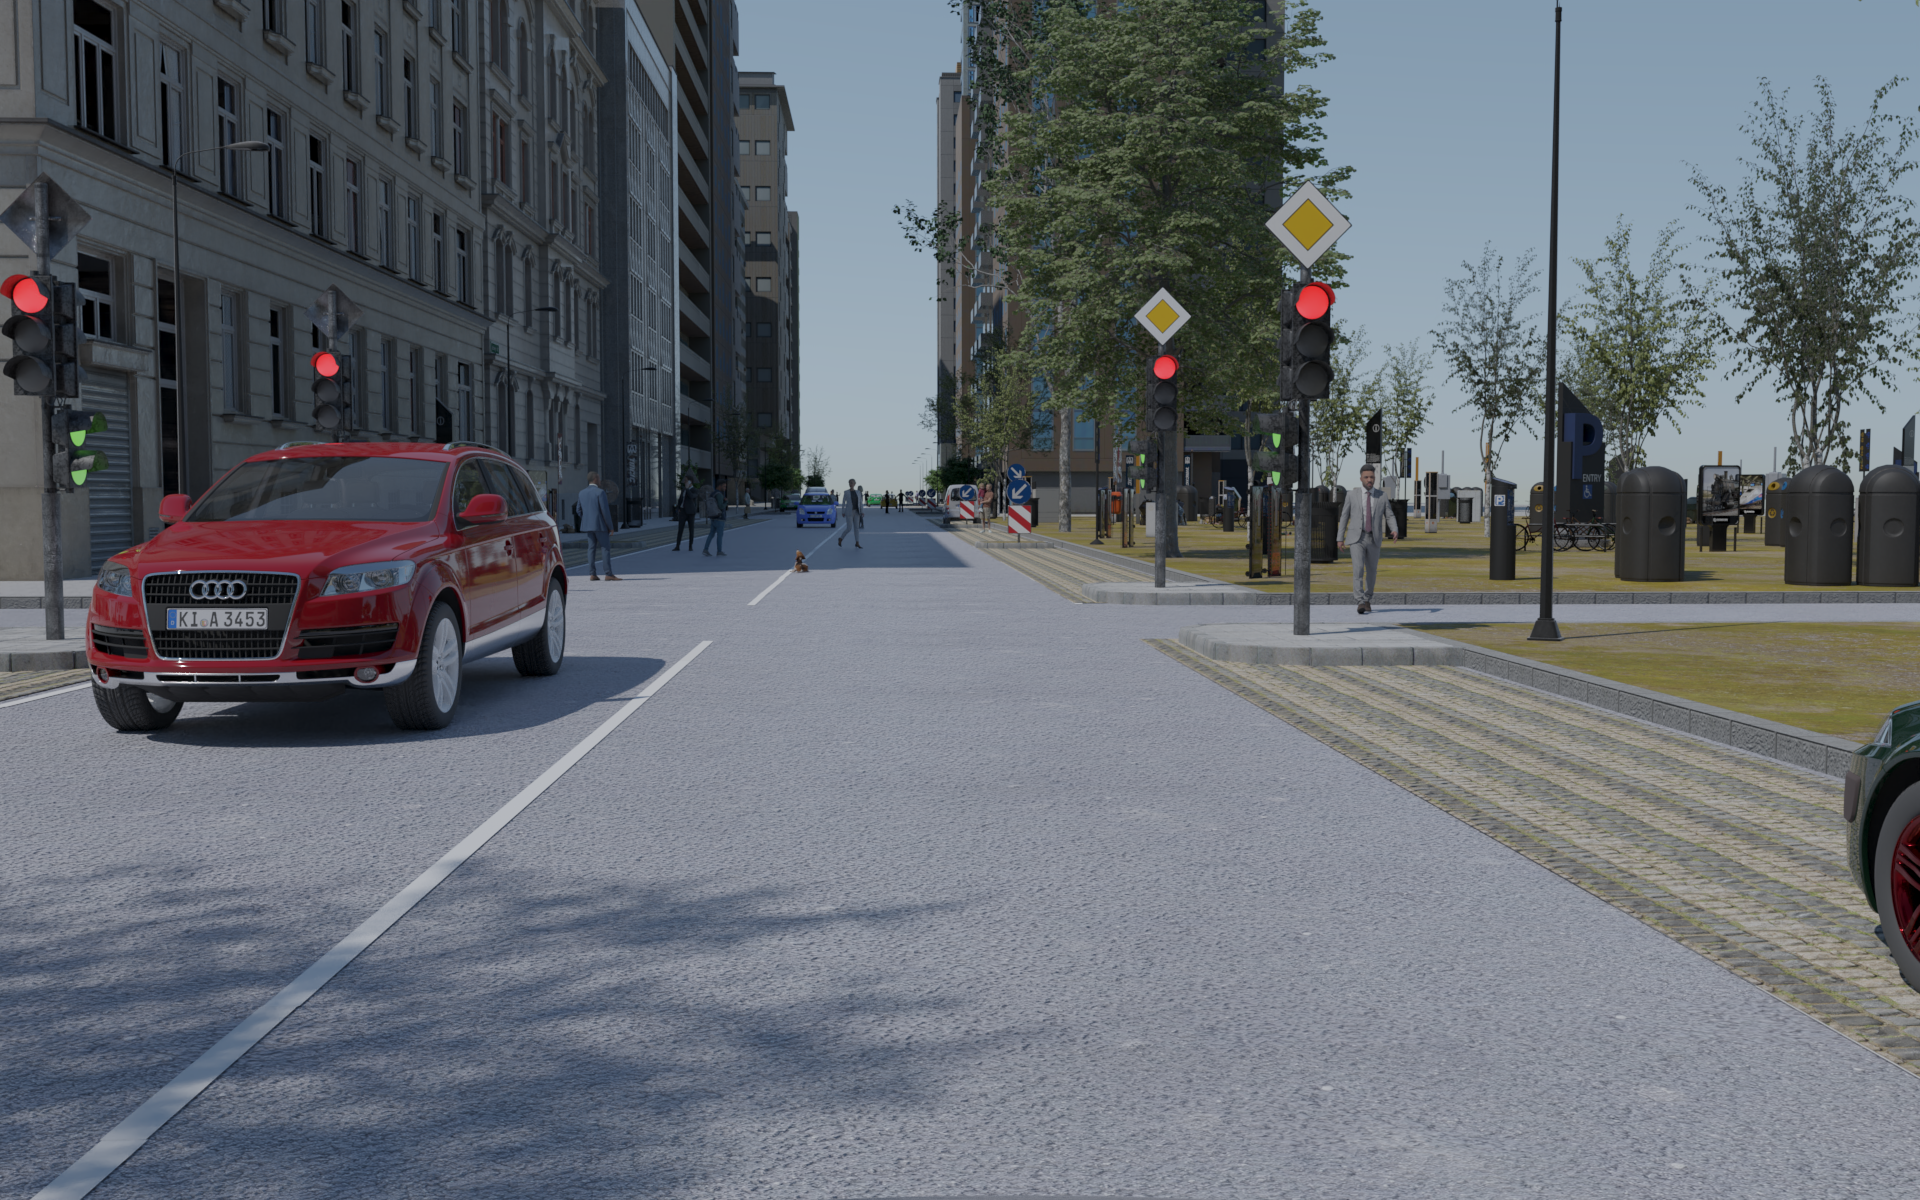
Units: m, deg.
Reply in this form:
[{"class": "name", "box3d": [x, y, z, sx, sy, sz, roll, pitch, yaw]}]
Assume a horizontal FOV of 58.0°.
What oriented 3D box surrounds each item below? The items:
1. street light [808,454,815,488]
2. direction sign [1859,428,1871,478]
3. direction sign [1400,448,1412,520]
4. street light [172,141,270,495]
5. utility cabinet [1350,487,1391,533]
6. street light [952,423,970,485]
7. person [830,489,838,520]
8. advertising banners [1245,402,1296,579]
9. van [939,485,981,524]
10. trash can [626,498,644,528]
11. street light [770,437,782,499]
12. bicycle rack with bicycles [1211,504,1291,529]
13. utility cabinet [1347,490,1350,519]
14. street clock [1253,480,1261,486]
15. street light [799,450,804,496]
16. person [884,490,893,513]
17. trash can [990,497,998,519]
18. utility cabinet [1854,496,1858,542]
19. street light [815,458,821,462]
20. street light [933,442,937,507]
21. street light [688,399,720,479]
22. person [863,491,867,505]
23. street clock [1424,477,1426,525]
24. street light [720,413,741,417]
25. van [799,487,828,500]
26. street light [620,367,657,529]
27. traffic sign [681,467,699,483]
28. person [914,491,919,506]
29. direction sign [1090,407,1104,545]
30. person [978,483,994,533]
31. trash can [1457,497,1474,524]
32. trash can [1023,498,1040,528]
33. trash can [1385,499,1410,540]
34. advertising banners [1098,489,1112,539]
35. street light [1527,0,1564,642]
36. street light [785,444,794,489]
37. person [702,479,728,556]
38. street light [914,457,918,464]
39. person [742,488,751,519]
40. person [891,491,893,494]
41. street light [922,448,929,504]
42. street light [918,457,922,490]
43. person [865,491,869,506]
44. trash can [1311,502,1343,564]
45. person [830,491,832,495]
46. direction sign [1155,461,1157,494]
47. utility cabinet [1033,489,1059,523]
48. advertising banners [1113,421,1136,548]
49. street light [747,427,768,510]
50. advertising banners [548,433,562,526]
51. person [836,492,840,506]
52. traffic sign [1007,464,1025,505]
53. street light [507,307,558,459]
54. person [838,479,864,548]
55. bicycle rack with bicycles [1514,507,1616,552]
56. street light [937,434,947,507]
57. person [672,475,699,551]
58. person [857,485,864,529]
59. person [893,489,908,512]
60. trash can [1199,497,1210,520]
[{"class": "street light", "box3d": [-18.090, -14.071, 202.595, 1.470, 5.913, 1.316, 0, 4, -3]}, {"class": "direction sign", "box3d": [31.442, -4.174, 60.246, 0.379, 3.537, 0.876, 0, 4, 7]}, {"class": "direction sign", "box3d": [21.774, -5.667, 84.658, 0.876, 3.537, 0.379, -3, 4, -38]}, {"class": "street light", "box3d": [-9.790, -3.083, 22.945, 1.470, 5.913, 1.316, 0, 4, -3]}, {"class": "utility cabinet", "box3d": [13.473, -2.937, 56.694, 1.173, 1.500, 0.318, 0, 4, 4]}, {"class": "street light", "box3d": [0.039, -8.655, 114.047, 1.470, 5.913, 1.316, 0, 4, -3]}, {"class": "person", "box3d": [-6.952, -5.210, 94.693, 0.512, 1.701, 0.522, -1, 4, -22]}, {"class": "advertising banners", "box3d": [4.890, -1.880, 26.920, 0.090, 3.025, 2.074, 2, 4, 32]}, {"class": "van", "box3d": [0.084, -4.402, 78.988, 2.013, 2.044, 4.112, 0, 4, -2]}, {"class": "trash can", "box3d": [-12.341, -3.302, 65.641, 0.748, 1.137, 0.748, 0, 3, 0]}, {"class": "street light", "box3d": [-15.325, -10.317, 141.221, 1.470, 5.913, 1.316, 0, 4, -3]}, {"class": "bicycle rack with bicycles", "box3d": [11.001, -3.171, 65.230, 2.925, 0.926, 2.852, 1, 4, 12]}, {"class": "utility cabinet", "box3d": [19.481, -4.878, 88.426, 1.173, 1.500, 0.318, -2, 4, -35]}, {"class": "street clock", "box3d": [15.442, -5.258, 90.542, 0.471, 2.002, 0.358, 3, 5, 41]}, {"class": "street light", "box3d": [-17.133, -12.840, 182.478, 1.470, 5.913, 1.316, 0, 4, -3]}, {"class": "person", "box3d": [-5.341, -7.309, 128.721, 0.721, 1.735, 1.217, -2, 4, -30]}, {"class": "trash can", "box3d": [1.638, -4.758, 89.441, 0.748, 1.137, 0.748, 0, 3, 0]}, {"class": "utility cabinet", "box3d": [24.299, -2.124, 45.895, 1.020, 1.237, 0.306, 2, 4, 35]}, {"class": "street light", "box3d": [-19.010, -15.330, 223.185, 1.470, 5.913, 1.316, 0, 4, -3]}, {"class": "street light", "box3d": [-1.748, -11.142, 154.708, 1.470, 5.913, 1.316, 0, 4, -3]}, {"class": "street light", "box3d": [-12.660, -6.842, 84.412, 1.470, 5.913, 1.316, 0, 4, -3]}, {"class": "person", "box3d": [-12.096, -13.115, 222.915, 1.348, 1.826, 0.705, -2, 4, -34]}, {"class": "street clock", "box3d": [19.498, -4.137, 72.206, 0.358, 2.002, 0.471, 0, 4, -1]}, {"class": "street light", "box3d": [-13.280, -7.760, 99.422, 1.470, 5.913, 1.316, 0, 4, -3]}, {"class": "van", "box3d": [-8.598, -5.913, 103.693, 2.013, 2.044, 4.112, 0, 4, -4]}, {"class": "street light", "box3d": [-11.783, -5.562, 63.486, 1.470, 5.913, 1.316, 0, 4, -3]}, {"class": "traffic sign", "box3d": [-12.950, -5.083, 83.105, 0.884, 2.594, 0.081, 0, 4, -1]}, {"class": "person", "box3d": [-5.098, -11.896, 202.863, 0.599, 1.838, 0.709, 3, 5, 39]}, {"class": "direction sign", "box3d": [3.485, -3.178, 43.955, 0.379, 3.537, 0.876, 1, 4, 11]}, {"class": "person", "box3d": [0.922, -3.391, 63.911, 0.580, 1.828, 0.573, -1, 4, -15]}, {"class": "trash can", "box3d": [21.890, -3.877, 75.035, 0.748, 1.137, 0.748, 0, 3, 0]}, {"class": "trash can", "box3d": [2.712, -3.360, 66.586, 0.748, 1.137, 0.748, 0, 3, 0]}, {"class": "trash can", "box3d": [12.349, -2.286, 49.025, 0.748, 1.137, 0.748, 0, 3, 0]}, {"class": "advertising banners", "box3d": [4.346, -3.329, 50.612, 0.090, 3.025, 2.074, 1, 4, 20]}, {"class": "street light", "box3d": [4.612, -2.599, 15.042, 1.470, 5.913, 1.316, 0, 4, -3]}, {"class": "street light", "box3d": [-16.094, -11.548, 161.347, 1.470, 5.913, 1.316, 0, 4, -3]}, {"class": "person", "box3d": [-5.569, -1.893, 39.803, 0.623, 1.781, 0.721, 3, 5, 44]}, {"class": "street light", "box3d": [-4.736, -15.017, 218.075, 1.470, 5.913, 1.316, 0, 4, -3]}, {"class": "person", "box3d": [-11.966, -5.387, 97.070, 0.515, 1.767, 0.782, 0, 4, -3]}, {"class": "person", "box3d": [-9.463, -14.255, 241.576, 0.705, 1.824, 1.348, -1, 4, -20]}, {"class": "street light", "box3d": [-2.845, -12.398, 175.241, 1.470, 5.913, 1.316, 0, 4, -3]}, {"class": "street light", "box3d": [-3.755, -13.763, 197.566, 1.470, 5.913, 1.316, 0, 4, -3]}, {"class": "person", "box3d": [-10.755, -11.837, 202.172, 0.705, 1.807, 1.348, -2, 4, -30]}, {"class": "trash can", "box3d": [6.677, -1.243, 31.984, 0.748, 1.137, 0.748, 0, 3, 0]}, {"class": "person", "box3d": [-14.470, -11.358, 194.290, 0.705, 1.812, 1.348, 1, 4, 14]}, {"class": "direction sign", "box3d": [10.442, -6.115, 91.980, 0.379, 3.537, 0.876, 0, 4, -2]}, {"class": "utility cabinet", "box3d": [3.786, -4.153, 76.574, 1.173, 1.500, 0.318, -2, 4, -26]}, {"class": "advertising banners", "box3d": [3.951, -2.762, 41.339, 0.090, 3.025, 2.074, 1, 4, 17]}, {"class": "street light", "box3d": [-14.237, -9.061, 120.681, 1.470, 5.913, 1.316, 0, 4, -3]}, {"class": "advertising banners", "box3d": [-11.444, -3.218, 48.794, 0.090, 3.025, 2.074, 0, 4, 1]}, {"class": "person", "box3d": [-14.886, -12.397, 211.993, 0.742, 1.727, 0.445, 1, 4, 23]}, {"class": "traffic sign", "box3d": [2.355, -4.429, 72.512, 0.768, 2.556, 0.104, 0, 4, 1]}, {"class": "street light", "box3d": [-10.656, -4.313, 43.066, 1.470, 5.913, 1.316, 0, 4, -3]}, {"class": "person", "box3d": [-2.888, -2.289, 45.803, 0.818, 1.842, 0.514, 3, 5, 41]}, {"class": "bicycle rack with bicycles", "box3d": [14.043, -1.574, 39.113, 2.925, 0.926, 2.852, 3, 4, 36]}, {"class": "street light", "box3d": [-0.841, -9.893, 134.289, 1.470, 5.913, 1.316, 0, 4, -3]}, {"class": "person", "box3d": [-6.906, -2.191, 43.691, 0.648, 1.900, 0.474, 1, 4, 16]}, {"class": "person", "box3d": [-4.248, -3.882, 72.148, 0.526, 1.800, 0.537, 1, 4, 21]}, {"class": "person", "box3d": [-4.715, -7.919, 138.003, 1.348, 1.821, 0.705, 2, 4, 26]}, {"class": "trash can", "box3d": [12.203, -4.540, 85.884, 0.748, 1.137, 0.748, 0, 3, 0]}]
